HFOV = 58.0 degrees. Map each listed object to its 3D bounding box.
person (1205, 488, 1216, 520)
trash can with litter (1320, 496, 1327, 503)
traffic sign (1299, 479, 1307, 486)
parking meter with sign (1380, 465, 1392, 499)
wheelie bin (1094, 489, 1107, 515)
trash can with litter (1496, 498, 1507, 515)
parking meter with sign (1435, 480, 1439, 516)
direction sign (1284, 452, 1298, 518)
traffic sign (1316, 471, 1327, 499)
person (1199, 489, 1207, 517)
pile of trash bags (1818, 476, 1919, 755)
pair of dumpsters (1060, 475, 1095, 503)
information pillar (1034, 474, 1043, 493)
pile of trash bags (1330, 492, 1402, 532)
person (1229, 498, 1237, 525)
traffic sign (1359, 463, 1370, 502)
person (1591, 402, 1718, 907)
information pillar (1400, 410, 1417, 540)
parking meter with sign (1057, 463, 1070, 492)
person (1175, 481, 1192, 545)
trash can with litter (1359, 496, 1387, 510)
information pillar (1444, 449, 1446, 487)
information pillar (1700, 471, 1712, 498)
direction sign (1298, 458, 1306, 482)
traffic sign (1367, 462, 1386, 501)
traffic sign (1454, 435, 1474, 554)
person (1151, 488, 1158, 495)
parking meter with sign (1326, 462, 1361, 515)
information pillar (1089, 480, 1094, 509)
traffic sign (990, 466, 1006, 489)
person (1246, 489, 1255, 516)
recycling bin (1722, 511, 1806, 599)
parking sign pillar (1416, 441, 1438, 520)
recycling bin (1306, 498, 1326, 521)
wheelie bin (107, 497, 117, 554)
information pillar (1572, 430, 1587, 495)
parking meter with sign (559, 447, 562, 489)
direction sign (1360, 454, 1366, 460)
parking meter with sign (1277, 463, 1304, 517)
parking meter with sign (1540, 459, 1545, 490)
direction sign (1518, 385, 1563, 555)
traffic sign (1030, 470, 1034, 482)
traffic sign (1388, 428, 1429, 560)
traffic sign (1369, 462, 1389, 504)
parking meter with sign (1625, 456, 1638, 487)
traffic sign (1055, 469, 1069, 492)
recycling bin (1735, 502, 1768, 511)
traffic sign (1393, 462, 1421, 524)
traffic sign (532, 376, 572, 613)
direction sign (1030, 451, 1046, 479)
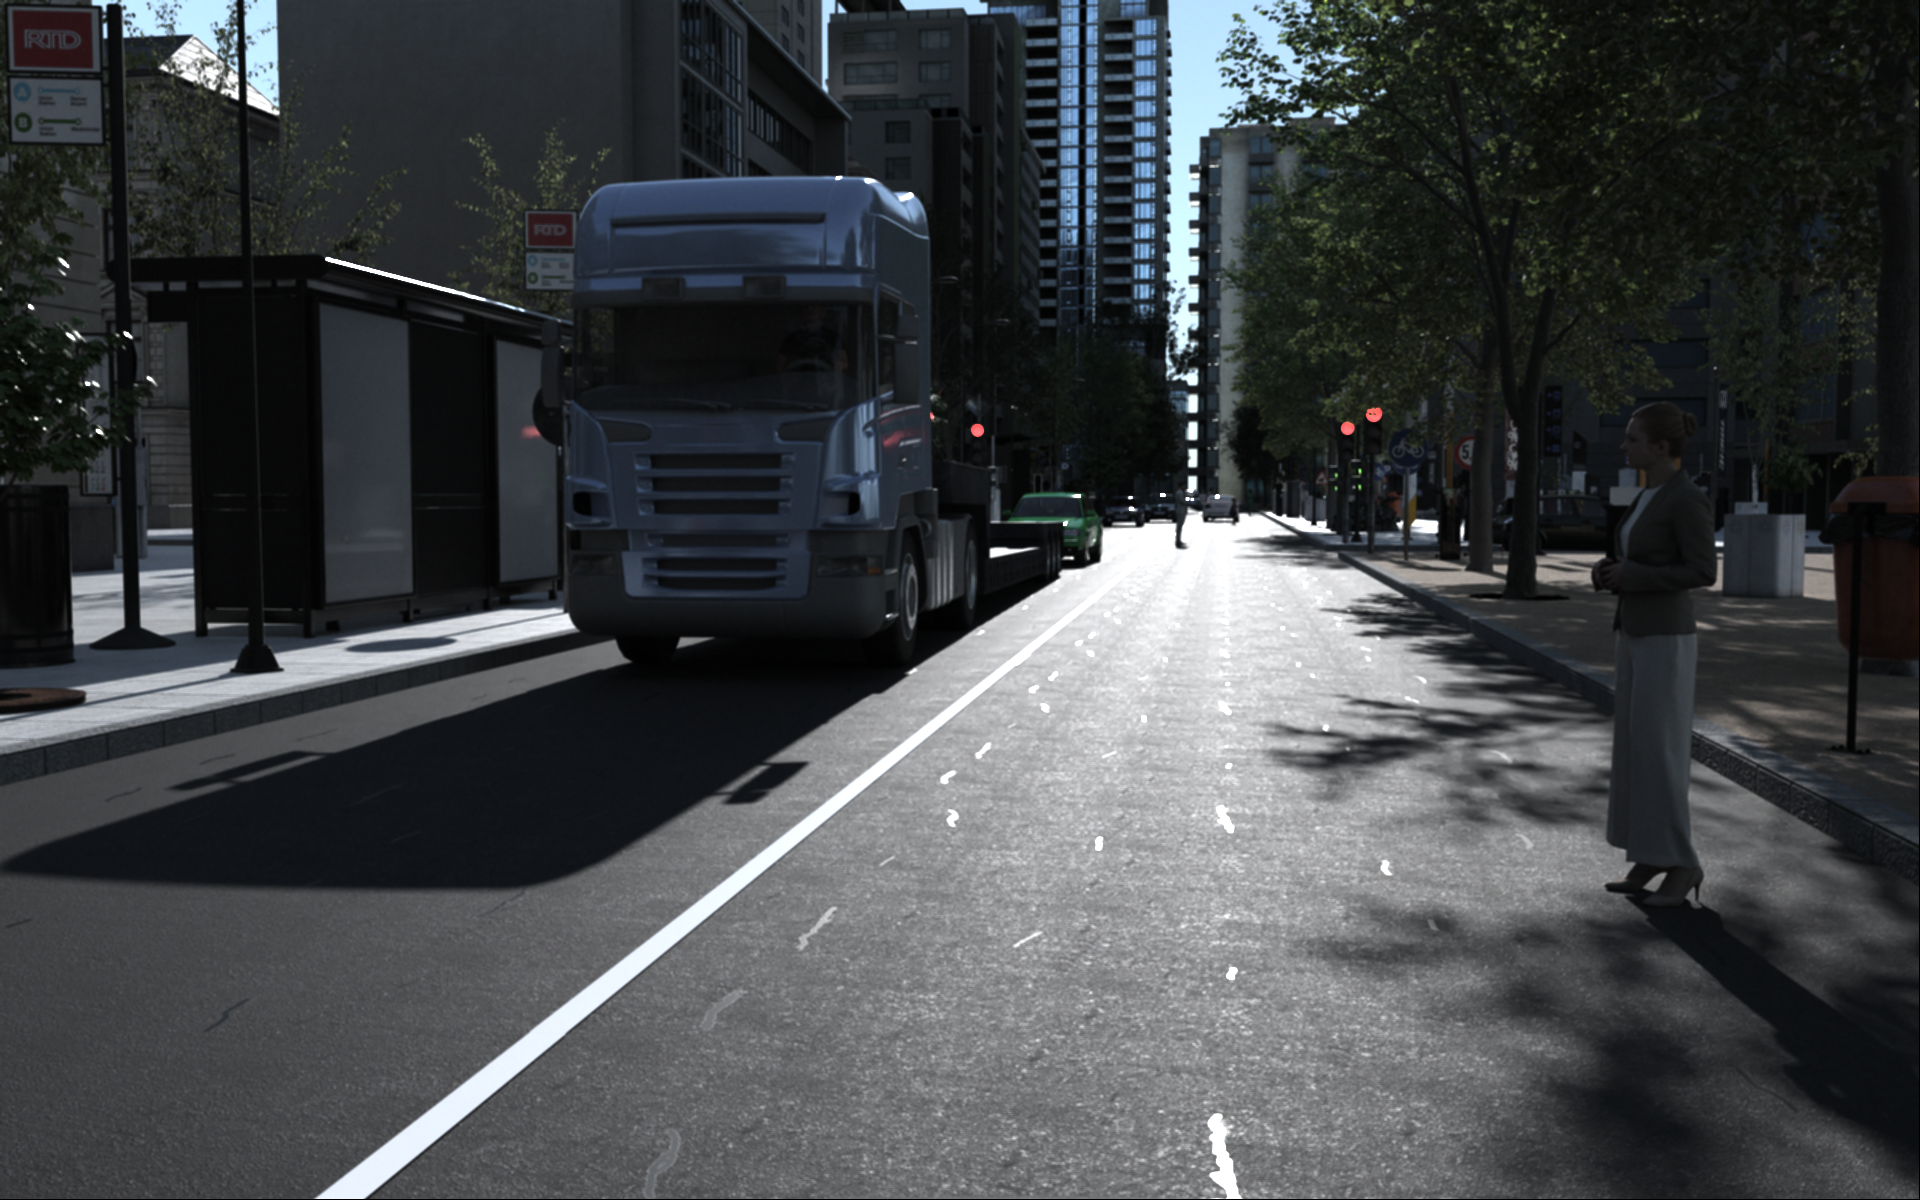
[{"bbox_3d":[13.905,-5.356,96.344,0.850,1.792,0.678,2,4,28],"label":"person"},{"bbox_3d":[20.589,-5.386,99.449,1.055,1.170,0.624,-1,4,-18],"label":"trash can with litter"},{"bbox_3d":[21.669,-6.754,110.427,0.884,2.594,0.081,1,4,15],"label":"traffic sign"},{"bbox_3d":[25.727,-6.642,104.854,0.543,3.016,1.738,0,4,6],"label":"parking meter with sign"},{"bbox_3d":[8.455,-5.914,104.599,0.693,1.594,0.980,-3,5,-40],"label":"wheelie bin"},{"bbox_3d":[21.368,-3.455,67.881,0.624,1.170,1.055,-1,4,-20],"label":"trash can with litter"},{"bbox_3d":[25.072,-5.858,92.039,0.543,3.016,1.738,-2,4,-25],"label":"parking meter with sign"},{"bbox_3d":[17.758,-6.217,93.649,0.379,3.537,0.876,-1,4,-17],"label":"direction sign"},{"bbox_3d":[19.810,-5.803,94.876,0.884,2.594,0.081,1,4,17],"label":"traffic sign"},{"bbox_3d":[15.431,-6.104,108.965,0.731,1.740,0.598,-1,4,-14],"label":"person"},{"bbox_3d":[5.302,0.141,7.454,1.912,1.369,3.447,-2,4,-28],"label":"pile of trash bags"},{"bbox_3d":[5.833,-5.129,86.345,1.574,2.255,4.437,1,4,9],"label":"pair of dumpsters"},{"bbox_3d":[2.885,-3.637,63.955,0.304,2.012,0.304,0,4,6],"label":"information pillar"},{"bbox_3d":[14.341,-3.067,59.903,1.912,1.369,3.447,3,5,41],"label":"pile of trash bags"},{"bbox_3d":[12.833,-4.171,81.362,0.373,1.253,0.362,0,4,7],"label":"person"},{"bbox_3d":[16.815,-4.361,71.405,0.768,2.556,0.104,1,4,17],"label":"traffic sign"},{"bbox_3d":[2.451,0.174,6.205,0.362,1.759,0.519,0,4,0],"label":"person"},{"bbox_3d":[12.621,-3.501,48.601,0.504,3.616,0.183,-3,4,-36],"label":"information pillar"},{"bbox_3d":[5.569,-6.063,95.387,0.543,3.016,1.738,1,4,19],"label":"parking meter with sign"},{"bbox_3d":[6.252,-2.434,48.477,0.466,1.800,0.511,0,4,5],"label":"person"},{"bbox_3d":[15.463,-3.304,65.408,1.055,1.170,0.624,2,4,33],"label":"trash can with litter"},{"bbox_3d":[25.245,-6.020,89.788,0.504,3.616,0.183,-3,5,-44],"label":"information pillar"},{"bbox_3d":[24.293,-3.178,56.454,0.304,2.012,0.304,3,5,42],"label":"information pillar"},{"bbox_3d":[21.249,-7.132,108.606,0.876,3.537,0.379,2,4,27],"label":"direction sign"},{"bbox_3d":[16.770,-4.267,69.870,0.768,2.556,0.104,1,4,10],"label":"traffic sign"},{"bbox_3d":[10.982,-2.268,37.180,0.768,2.556,0.104,1,4,18],"label":"traffic sign"},{"bbox_3d":[11.173,-5.561,99.604,0.511,1.800,0.466,1,4,15],"label":"person"},{"bbox_3d":[20.368,-5.825,91.496,1.738,3.016,0.543,0,4,-6],"label":"parking meter with sign"},{"bbox_3d":[6.751,-5.196,89.443,0.304,2.012,0.304,1,4,22],"label":"information pillar"},{"bbox_3d":[1.390,-3.758,63.565,0.606,2.300,0.079,1,4,17],"label":"traffic sign"},{"bbox_3d":[19.286,-6.509,115.173,0.600,1.795,0.529,2,4,24],"label":"person"},{"bbox_3d":[10.074,-0.560,21.708,0.722,1.027,0.722,-3,4,-39],"label":"recycling bin"},{"bbox_3d":[23.631,-6.068,87.690,1.447,3.967,1.447,-3,5,-42],"label":"parking sign pillar"},{"bbox_3d":[16.821,-4.237,81.835,0.722,1.027,0.722,2,4,34],"label":"recycling bin"},{"bbox_3d":[-18.297,-1.766,36.784,0.980,1.594,0.693,-1,4,-10],"label":"wheelie bin"},{"bbox_3d":[22.468,-4.375,62.883,0.504,3.616,0.183,1,4,23],"label":"information pillar"},{"bbox_3d":[-13.092,-3.519,53.796,0.543,3.016,1.738,3,5,40],"label":"parking meter with sign"},{"bbox_3d":[22.753,-6.500,98.274,0.379,3.537,0.876,-1,4,-22],"label":"direction sign"},{"bbox_3d":[18.732,-6.176,97.232,1.738,3.016,0.543,2,4,27],"label":"parking meter with sign"},{"bbox_3d":[28.695,-5.501,86.194,0.543,3.016,1.738,2,4,24],"label":"parking meter with sign"},{"bbox_3d":[12.140,-2.711,36.329,0.876,3.537,0.379,1,4,19],"label":"direction sign"},{"bbox_3d":[3.471,-5.427,88.838,0.768,2.556,0.104,1,4,17],"label":"traffic sign"},{"bbox_3d":[8.655,-2.044,33.526,0.768,2.556,0.104,1,4,10],"label":"traffic sign"},{"bbox_3d":[17.064,-4.332,70.839,0.884,2.594,0.081,1,4,13],"label":"traffic sign"},{"bbox_3d":[26.982,-4.489,69.652,0.543,3.016,1.738,1,4,22],"label":"parking meter with sign"},{"bbox_3d":[4.239,-4.268,71.918,0.606,2.300,0.079,1,4,9],"label":"traffic sign"},{"bbox_3d":[24.674,-2.537,54.033,0.722,1.027,0.722,-3,4,-38],"label":"recycling bin"},{"bbox_3d":[12.368,-2.929,47.989,0.768,2.556,0.104,1,4,16],"label":"traffic sign"},{"bbox_3d":[-4.254,-1.136,18.673,0.768,2.556,0.104,1,4,11],"label":"traffic sign"},{"bbox_3d":[4.028,-6.008,90.225,0.876,3.537,0.379,-1,4,-10],"label":"direction sign"}]
